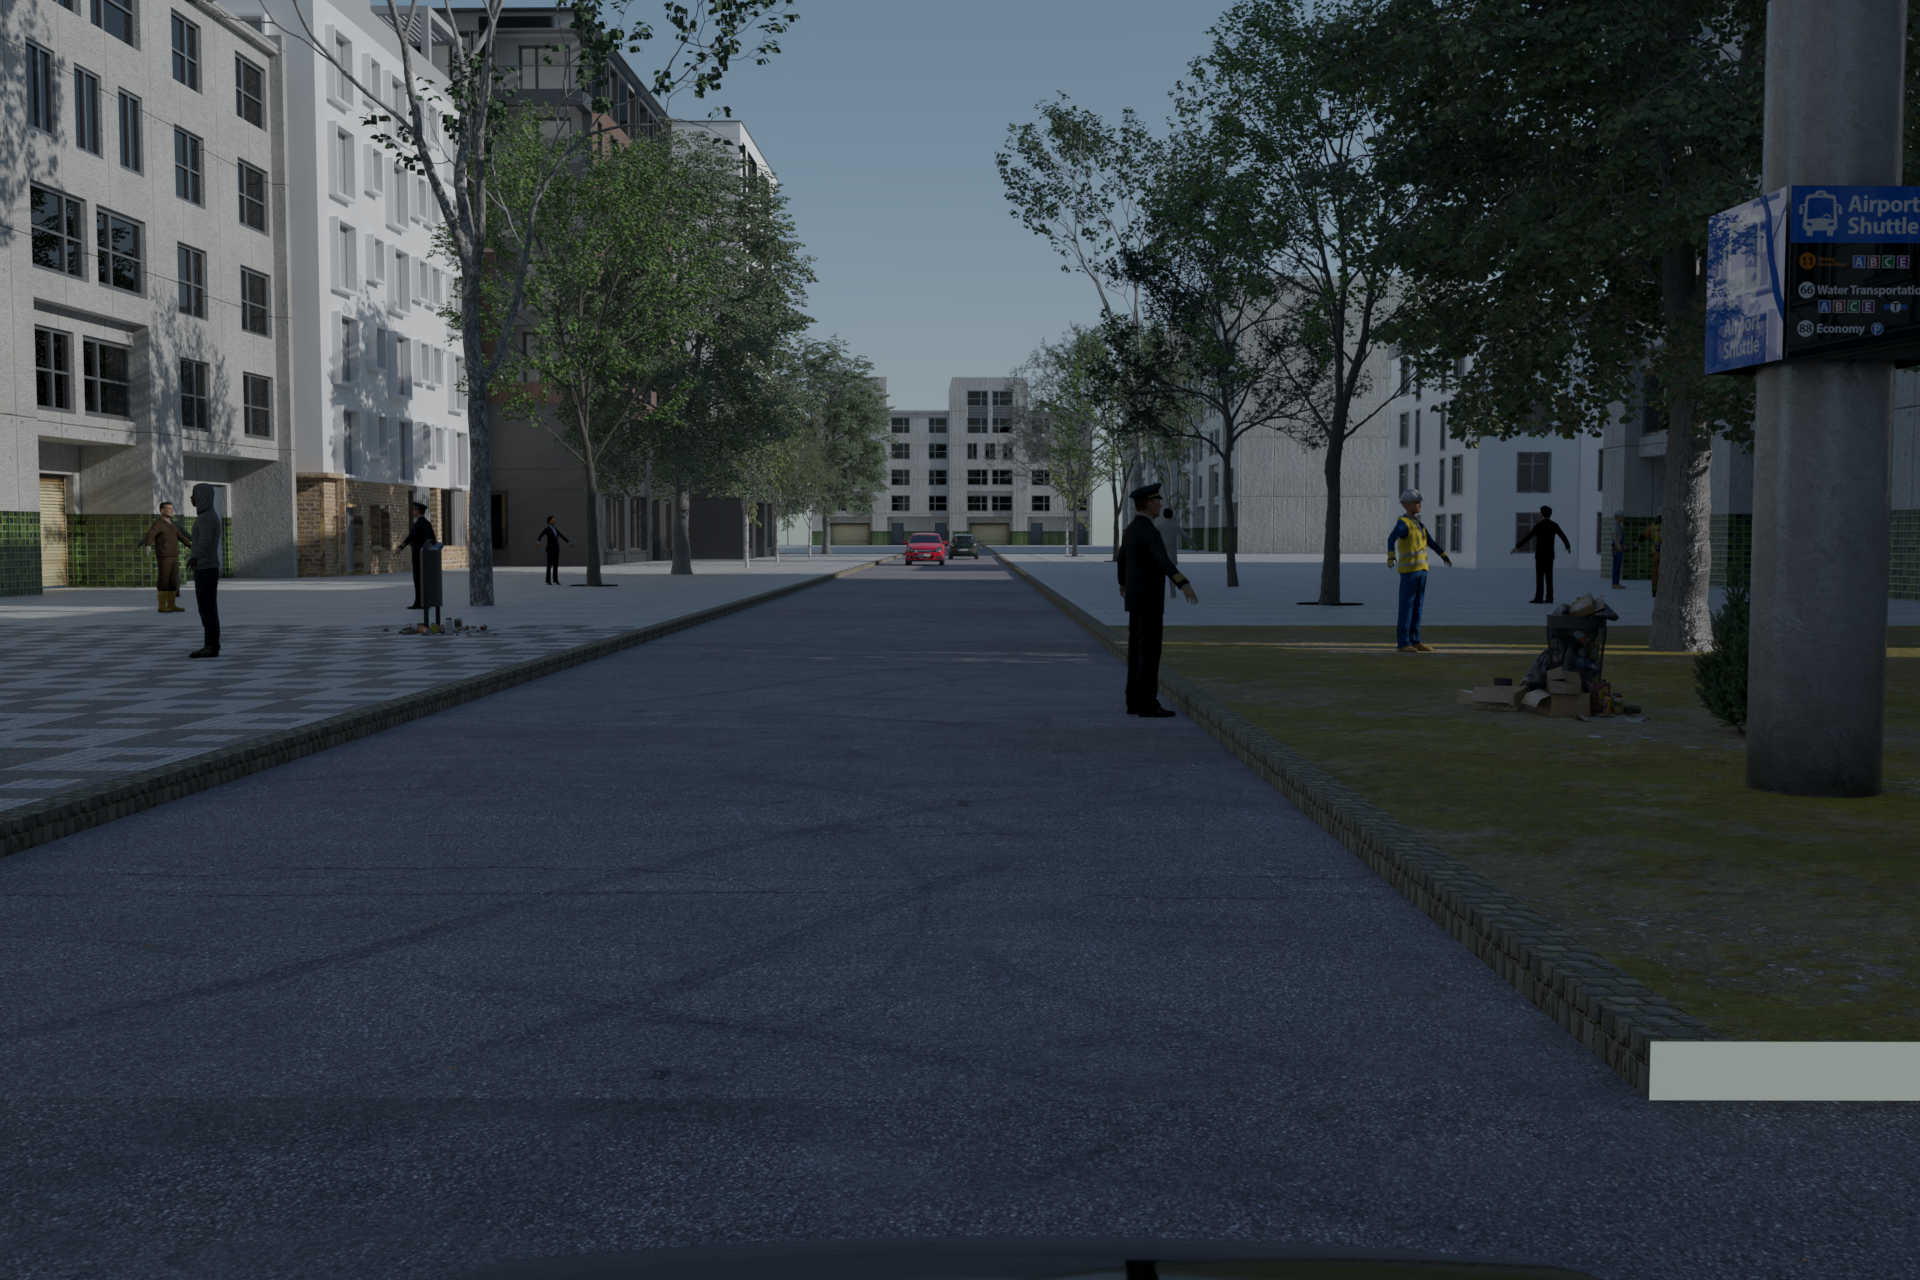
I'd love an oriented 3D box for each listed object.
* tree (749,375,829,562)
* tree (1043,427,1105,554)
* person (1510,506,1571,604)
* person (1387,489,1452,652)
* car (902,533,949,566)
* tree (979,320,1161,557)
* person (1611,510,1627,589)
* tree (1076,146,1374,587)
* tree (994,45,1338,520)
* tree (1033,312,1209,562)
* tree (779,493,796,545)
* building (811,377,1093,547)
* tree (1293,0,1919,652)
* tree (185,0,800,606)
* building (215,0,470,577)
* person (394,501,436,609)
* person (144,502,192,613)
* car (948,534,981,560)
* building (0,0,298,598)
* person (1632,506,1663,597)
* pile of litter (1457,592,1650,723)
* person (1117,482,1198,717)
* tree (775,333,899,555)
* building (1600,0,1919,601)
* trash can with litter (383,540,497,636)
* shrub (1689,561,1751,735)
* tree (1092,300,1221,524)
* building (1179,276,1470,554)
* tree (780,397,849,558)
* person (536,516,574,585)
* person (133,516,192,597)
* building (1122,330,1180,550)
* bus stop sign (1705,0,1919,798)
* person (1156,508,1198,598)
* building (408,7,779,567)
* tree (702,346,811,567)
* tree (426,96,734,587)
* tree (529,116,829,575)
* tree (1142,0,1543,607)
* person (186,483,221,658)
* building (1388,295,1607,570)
[{"bbox_3d":[-8.603,-7.868,79.001,4.360,8.622,3.978,0,3,0],"label":"tree"},{"bbox_3d":[6.963,-9.785,110.348,4.737,8.622,4.395,0,3,0],"label":"tree"},{"bbox_3d":[10.802,-1.582,32.053,1.347,1.806,0.705,-1,4,-21],"label":"person"},{"bbox_3d":[4.991,-0.758,18.864,1.216,1.772,0.721,-3,5,-44],"label":"person"},{"bbox_3d":[-1.599,-4.343,80.051,2.155,1.783,4.494,0,4,0],"label":"car"},{"bbox_3d":[6.635,-11.511,98.581,12.009,13.543,11.850,0,3,0],"label":"tree"},{"bbox_3d":[15.483,-2.130,40.690,0.705,1.847,1.347,2,4,25],"label":"person"},{"bbox_3d":[6.312,-6.577,41.943,7.601,10.594,8.767,0,4,4],"label":"tree"},{"bbox_3d":[8.253,-12.891,66.654,12.611,20.169,13.585,0,3,0],"label":"tree"},{"bbox_3d":[7.406,-9.436,80.029,9.928,11.665,9.643,0,3,0],"label":"tree"},{"bbox_3d":[-19.774,-15.040,196.269,4.737,8.622,4.395,0,3,0],"label":"tree"},{"bbox_3d":[-1.115,-20.373,202.007,31.486,18.905,16.747,0,4,-2],"label":"building"},{"bbox_3d":[7.937,-6.862,18.846,9.857,13.997,8.962,0,3,0],"label":"tree"},{"bbox_3d":[-8.780,-10.584,28.931,12.611,20.169,13.585,0,3,0],"label":"tree"},{"bbox_3d":[-23.591,-12.014,52.844,16.016,20.090,11.380,0,4,-1],"label":"building"},{"bbox_3d":[-9.253,-1.450,29.635,0.705,1.837,1.347,1,4,10],"label":"person"},{"bbox_3d":[-12.971,-1.361,28.390,0.704,1.812,1.346,1,4,10],"label":"person"},{"bbox_3d":[0.208,-5.419,98.393,2.009,1.686,4.222,0,4,1],"label":"car"},{"bbox_3d":[-27.770,-10.273,34.424,16.747,18.905,31.486,0,3,0],"label":"building"},{"bbox_3d":[14.236,-1.792,35.069,0.705,1.858,1.354,-3,5,-43],"label":"person"},{"bbox_3d":[4.291,0.084,12.589,1.176,0.858,1.719,0,4,0],"label":"pile of litter"},{"bbox_3d":[1.491,-0.322,13.664,0.705,1.837,1.347,-1,4,-17],"label":"person"},{"bbox_3d":[-8.470,-12.333,108.299,9.857,13.997,8.962,0,3,0],"label":"tree"},{"bbox_3d":[26.636,-10.215,33.477,16.747,18.905,31.486,0,4,1],"label":"building"},{"bbox_3d":[-6.739,-0.720,22.823,1.678,1.210,2.233,0,4,0],"label":"trash can with litter"},{"bbox_3d":[5.162,0.007,11.002,1.383,1.207,1.383,0,3,0],"label":"shrub"},{"bbox_3d":[6.849,-6.324,53.766,4.360,8.622,3.978,0,3,0],"label":"tree"},{"bbox_3d":[26.455,-15.947,127.185,16.747,18.905,31.486,0,4,0],"label":"building"},{"bbox_3d":[-8.194,-8.743,93.317,4.360,8.622,3.978,0,3,0],"label":"tree"},{"bbox_3d":[-10.221,-2.259,43.654,0.721,1.740,1.216,2,4,34],"label":"person"},{"bbox_3d":[-16.076,-1.769,35.190,0.705,1.796,1.348,3,5,44],"label":"person"},{"bbox_3d":[24.695,-17.876,158.735,16.747,18.905,31.486,0,3,0],"label":"building"},{"bbox_3d":[4.293,-1.198,8.605,0.837,3.901,0.837,0,4,-1],"label":"bus stop sign"},{"bbox_3d":[4.166,-1.755,34.873,1.347,1.806,0.705,-1,4,-10],"label":"person"},{"bbox_3d":[-24.784,-14.685,84.079,27.936,21.610,32.646,0,4,1],"label":"building"},{"bbox_3d":[-7.978,-7.102,66.484,4.737,8.622,4.395,0,3,0],"label":"tree"},{"bbox_3d":[-9.131,-7.122,42.203,9.928,11.665,9.643,0,3,0],"label":"tree"},{"bbox_3d":[-8.831,-9.064,54.854,9.857,13.997,8.962,0,3,0],"label":"tree"},{"bbox_3d":[6.770,-6.424,30.781,9.928,11.665,9.643,0,3,0],"label":"tree"},{"bbox_3d":[-7.889,-0.729,18.048,0.705,1.813,1.348,-1,4,-20],"label":"person"},{"bbox_3d":[23.467,-7.428,63.598,9.099,9.664,28.070,0,4,1],"label":"building"}]
